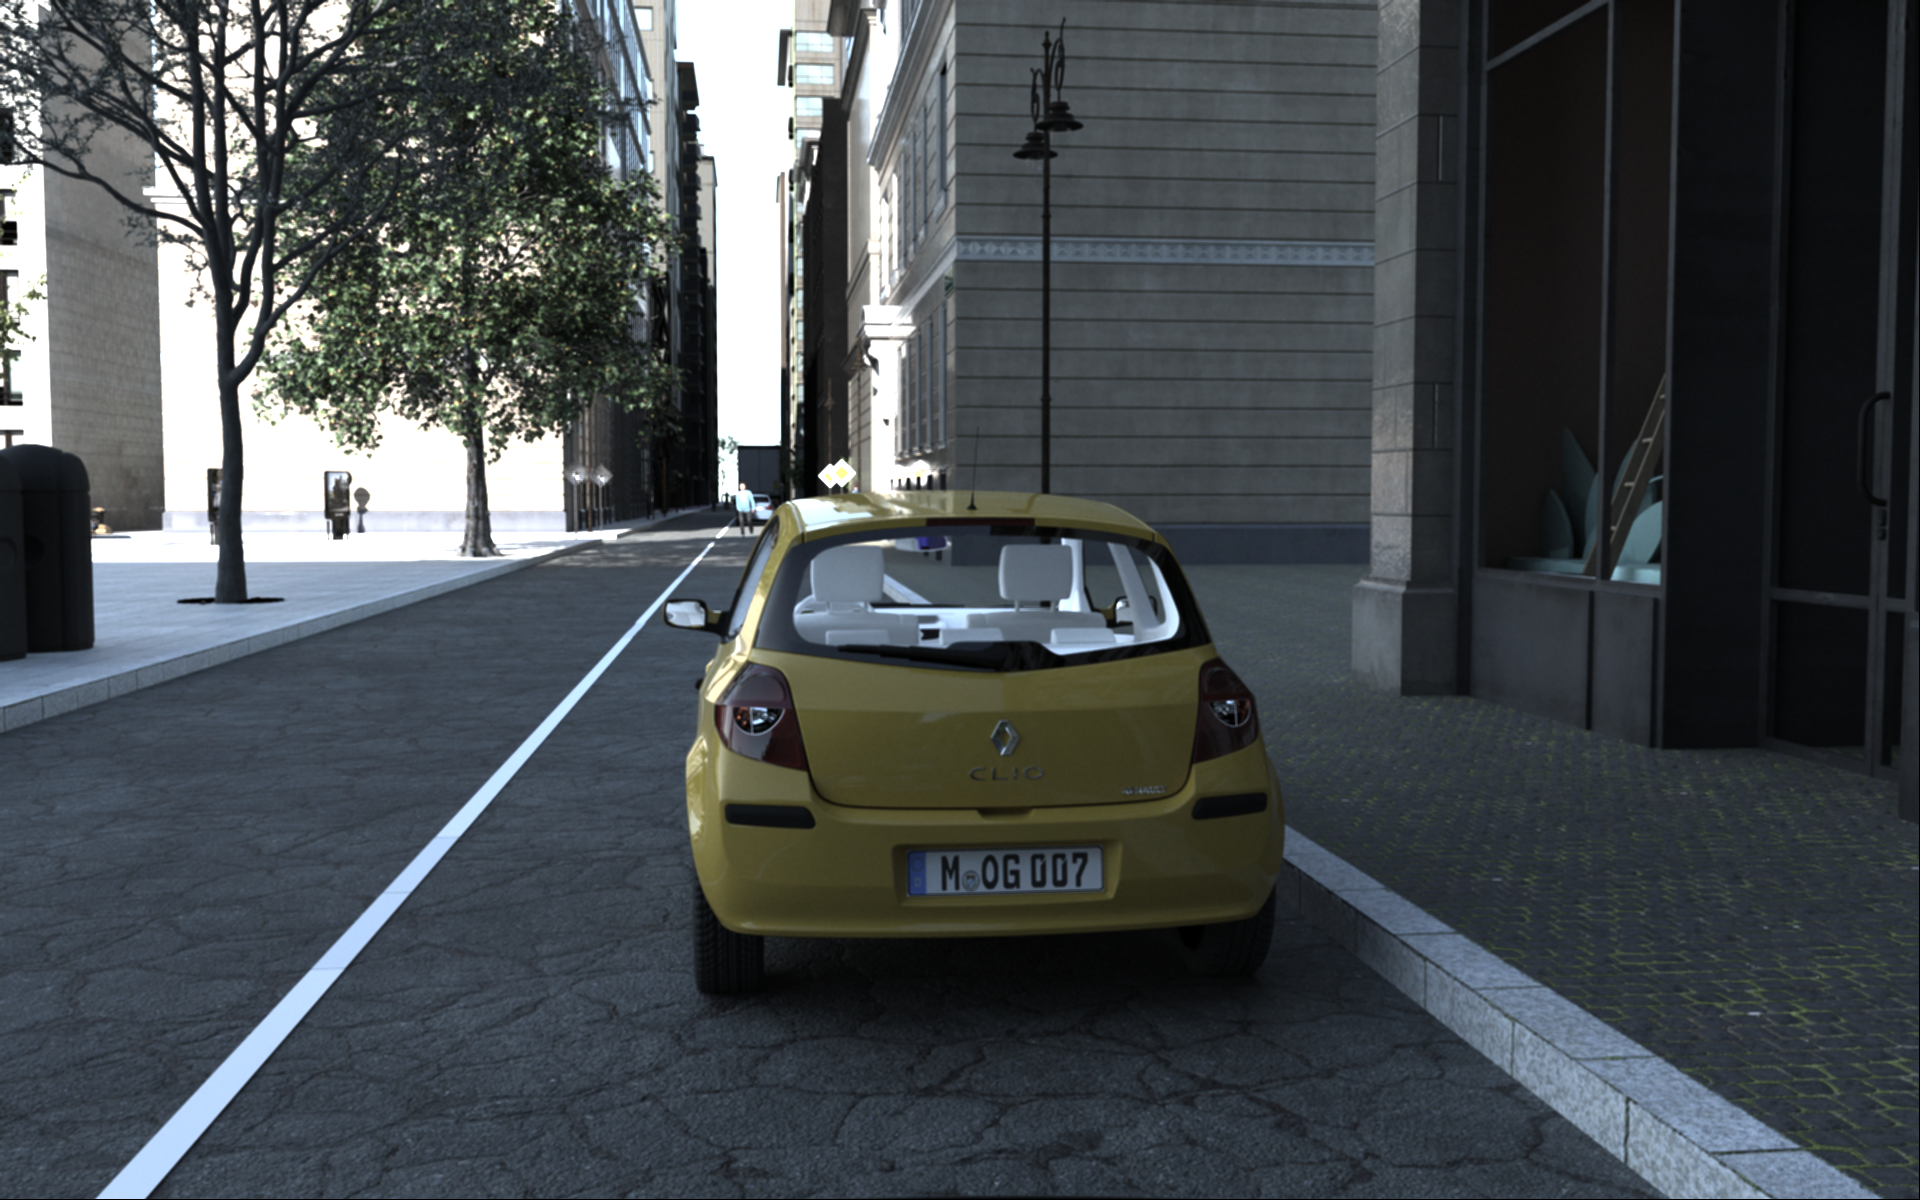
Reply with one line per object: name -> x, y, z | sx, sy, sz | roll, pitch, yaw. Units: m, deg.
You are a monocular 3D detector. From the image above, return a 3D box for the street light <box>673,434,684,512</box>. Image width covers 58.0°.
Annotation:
street light -> -19.707, -9.033, 120.474 | 0.468, 5.910, 1.993 | 0, 4, -7

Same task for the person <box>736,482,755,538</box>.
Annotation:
person -> -7.073, -2.982, 57.278 | 0.660, 1.820, 0.620 | 1, 4, 10

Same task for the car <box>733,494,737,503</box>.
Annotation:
car -> -32.122, -14.685, 251.897 | 2.131, 1.459, 4.920 | -1, 4, -8

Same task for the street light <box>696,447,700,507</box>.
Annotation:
street light -> -24.971, -11.777, 165.338 | 0.468, 5.910, 1.993 | 0, 4, -7

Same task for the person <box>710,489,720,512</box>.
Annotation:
person -> -20.077, -8.137, 141.550 | 0.705, 1.824, 1.348 | -3, 5, -45

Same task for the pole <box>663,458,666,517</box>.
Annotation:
pole -> -16.644, -6.341, 97.510 | 0.158, 3.312, 0.155 | 0, 3, 0

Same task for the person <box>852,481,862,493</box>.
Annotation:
person -> -3.127, -2.708, 52.794 | 0.581, 1.822, 0.654 | -2, 4, -35

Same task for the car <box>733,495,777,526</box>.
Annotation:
car -> -9.438, -4.149, 79.838 | 2.014, 1.417, 4.499 | 0, 4, -8

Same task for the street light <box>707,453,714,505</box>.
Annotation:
street light -> -28.526, -13.687, 196.574 | 0.468, 5.910, 1.993 | 0, 4, -7

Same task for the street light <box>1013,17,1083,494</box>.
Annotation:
street light -> 0.868, -2.732, 17.457 | 0.468, 5.910, 1.993 | 0, 4, -7

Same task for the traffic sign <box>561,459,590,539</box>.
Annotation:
traffic sign -> -10.908, -2.785, 49.175 | 0.795, 2.450, 0.064 | 0, 4, -7

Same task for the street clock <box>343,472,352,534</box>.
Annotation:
street clock -> -19.643, -3.103, 55.305 | 0.471, 2.002, 0.358 | 2, 4, 31

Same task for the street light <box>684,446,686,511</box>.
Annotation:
street light -> -21.428, -9.866, 134.100 | 0.468, 5.910, 1.993 | 0, 4, -7

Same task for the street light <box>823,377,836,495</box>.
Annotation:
street light -> -5.165, -5.871, 68.782 | 0.468, 5.910, 1.993 | 0, 4, -7

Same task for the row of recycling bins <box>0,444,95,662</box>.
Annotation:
row of recycling bins -> -7.876, -0.357, 12.952 | 1.069, 1.692, 3.534 | 1, 4, 13

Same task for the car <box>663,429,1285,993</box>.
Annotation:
car -> -0.117, 0.229, 6.477 | 2.015, 1.641, 3.980 | 0, 4, -7

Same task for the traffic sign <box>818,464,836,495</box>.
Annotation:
traffic sign -> -4.342, -3.322, 57.961 | 0.795, 2.450, 0.064 | 0, 4, -7

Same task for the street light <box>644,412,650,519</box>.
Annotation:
street light -> -16.058, -7.107, 88.984 | 0.468, 5.910, 1.993 | 0, 4, -7

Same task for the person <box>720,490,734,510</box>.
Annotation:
person -> -21.435, -9.221, 159.249 | 1.348, 1.826, 0.705 | 0, 4, -2

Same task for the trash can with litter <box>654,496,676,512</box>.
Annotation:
trash can with litter -> -21.541, -6.948, 124.662 | 2.233, 1.210, 1.678 | 1, 4, 11

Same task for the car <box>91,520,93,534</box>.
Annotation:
car -> -28.482, -2.396, 51.540 | 4.827, 1.381, 2.083 | 0, 4, -6

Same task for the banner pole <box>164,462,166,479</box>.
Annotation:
banner pole -> -44.349, -6.527, 96.739 | 0.863, 3.779, 0.401 | 0, 4, 4

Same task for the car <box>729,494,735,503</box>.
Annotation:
car -> -34.522, -15.607, 266.966 | 2.131, 1.459, 4.920 | 0, 4, -8

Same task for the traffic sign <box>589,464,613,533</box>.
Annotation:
traffic sign -> -11.837, -3.270, 57.106 | 0.795, 2.450, 0.064 | 0, 4, -7

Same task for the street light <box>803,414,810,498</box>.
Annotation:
street light -> -8.806, -7.799, 100.302 | 0.468, 5.910, 1.993 | 0, 4, -7

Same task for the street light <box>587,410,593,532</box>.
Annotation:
street light -> -12.374, -5.197, 57.762 | 0.468, 5.910, 1.993 | 0, 4, -7

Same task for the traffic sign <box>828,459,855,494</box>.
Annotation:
traffic sign -> -3.413, -2.837, 50.030 | 0.795, 2.450, 0.064 | 0, 4, -7

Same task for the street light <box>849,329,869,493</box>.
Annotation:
street light -> -2.836, -4.641, 48.676 | 0.468, 5.910, 1.993 | 0, 4, -7

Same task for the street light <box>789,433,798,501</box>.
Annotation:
street light -> -12.511, -9.719, 131.695 | 0.468, 5.910, 1.993 | 0, 4, -7

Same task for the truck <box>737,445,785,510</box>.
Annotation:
truck -> -11.999, -7.070, 104.506 | 2.839, 4.237, 11.283 | 0, 4, -5

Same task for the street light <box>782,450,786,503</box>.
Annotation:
street light -> -17.877, -12.477, 176.782 | 0.468, 5.910, 1.993 | 0, 4, -7
